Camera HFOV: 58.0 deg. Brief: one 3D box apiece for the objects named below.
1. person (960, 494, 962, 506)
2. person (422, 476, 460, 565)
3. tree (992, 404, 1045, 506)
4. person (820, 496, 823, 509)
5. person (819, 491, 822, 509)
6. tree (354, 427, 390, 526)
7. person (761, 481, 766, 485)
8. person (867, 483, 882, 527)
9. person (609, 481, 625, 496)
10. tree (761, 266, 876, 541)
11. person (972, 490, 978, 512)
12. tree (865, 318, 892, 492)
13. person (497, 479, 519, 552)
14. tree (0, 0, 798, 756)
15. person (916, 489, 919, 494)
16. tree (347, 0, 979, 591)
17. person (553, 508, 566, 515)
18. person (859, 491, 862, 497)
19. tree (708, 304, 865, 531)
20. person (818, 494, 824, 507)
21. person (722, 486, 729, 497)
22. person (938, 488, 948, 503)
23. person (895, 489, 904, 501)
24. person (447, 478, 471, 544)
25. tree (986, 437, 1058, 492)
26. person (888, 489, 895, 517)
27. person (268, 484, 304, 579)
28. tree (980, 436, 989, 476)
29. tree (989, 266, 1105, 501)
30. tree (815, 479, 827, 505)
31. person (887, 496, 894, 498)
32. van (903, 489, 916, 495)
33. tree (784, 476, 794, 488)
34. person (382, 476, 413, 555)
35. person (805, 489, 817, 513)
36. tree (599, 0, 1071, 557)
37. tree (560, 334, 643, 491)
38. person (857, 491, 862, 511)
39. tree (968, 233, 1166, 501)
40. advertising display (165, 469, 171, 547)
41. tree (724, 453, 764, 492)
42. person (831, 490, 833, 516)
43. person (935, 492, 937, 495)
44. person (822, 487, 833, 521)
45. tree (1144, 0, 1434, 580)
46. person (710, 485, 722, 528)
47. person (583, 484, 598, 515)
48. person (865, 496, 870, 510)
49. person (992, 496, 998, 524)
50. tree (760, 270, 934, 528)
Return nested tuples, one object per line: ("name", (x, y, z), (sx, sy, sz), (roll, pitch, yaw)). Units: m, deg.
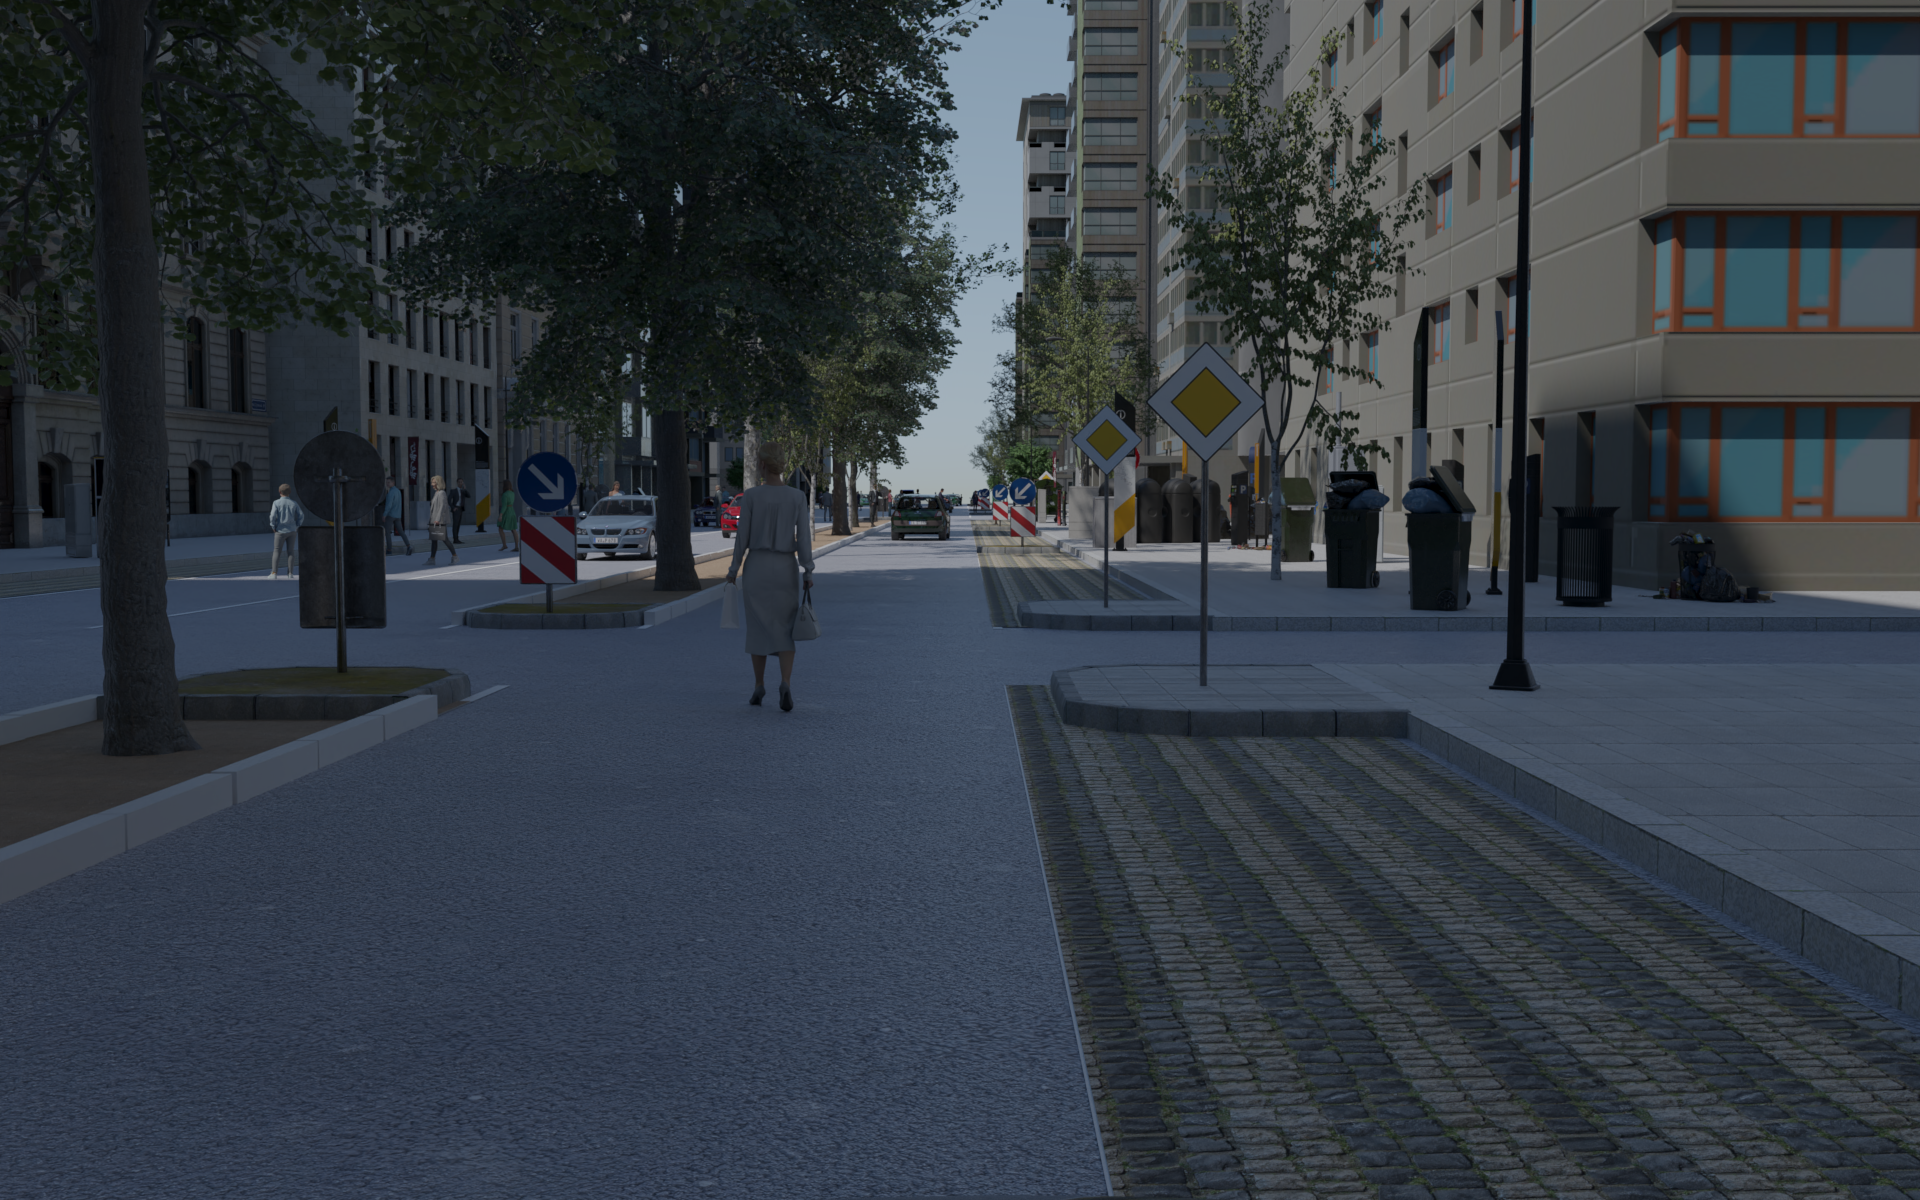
("person", (0.145, -12.443, 215.195), (0.557, 1.426, 1.065), (0, 4, 3))
("person", (-10.443, -1.601, 34.852), (0.728, 1.800, 0.709), (-2, 4, -26))
("tree", (4.288, -11.087, 131.632), (4.360, 8.622, 3.978), (0, 3, 0))
("person", (-13.211, -9.500, 167.019), (0.628, 1.438, 0.799), (0, 4, 4))
("person", (-13.451, -9.760, 168.527), (0.568, 1.767, 0.683), (0, 4, 2))
("tree", (-17.363, -3.400, 50.188), (1.663, 3.219, 1.824), (0, 3, 0))
("person", (-6.168, -2.837, 54.791), (0.656, 1.842, 0.836), (-1, 4, -10))
("person", (-3.690, -4.120, 75.223), (0.474, 1.900, 0.648), (2, 4, 28))
("person", (-10.193, -2.611, 51.292), (0.616, 1.811, 0.778), (-1, 4, -15))
("tree", (-4.470, -6.068, 52.032), (4.737, 8.622, 4.395), (0, 3, 0))
("person", (1.137, -7.312, 128.970), (0.541, 1.710, 0.530), (-1, 4, -21))
("tree", (-4.226, -6.960, 66.610), (4.360, 8.622, 3.978), (0, 3, 0))
("person", (-11.233, -2.098, 43.051), (0.529, 1.795, 0.600), (0, 4, 5))
("tree", (-4.420, -5.396, 8.803), (7.486, 12.596, 7.792), (0, 3, 0))
("person", (-2.333, -5.362, 96.988), (1.217, 1.723, 0.721), (1, 4, 15))
("tree", (-4.189, -7.098, 25.161), (9.857, 13.997, 8.962), (0, 3, 0))
("person", (-11.201, -2.453, 48.632), (0.654, 1.822, 0.581), (1, 4, 23))
("person", (-10.947, -11.207, 191.815), (1.350, 1.814, 0.705), (1, 4, 13))
("tree", (-4.757, -5.727, 46.458), (4.360, 8.622, 3.978), (0, 3, 0))
("person", (-12.259, -8.771, 155.168), (1.065, 1.426, 0.557), (-1, 4, -23))
("person", (-12.556, -5.162, 92.761), (0.748, 1.841, 0.638), (3, 5, 44))
("person", (-0.965, -5.515, 99.122), (0.568, 1.767, 0.683), (0, 4, 1))
("person", (-3.772, -6.351, 113.124), (1.217, 1.735, 0.721), (-3, 5, -40))
("person", (-14.399, -2.568, 49.841), (0.474, 1.900, 0.648), (1, 4, 20))
("tree", (3.974, -7.007, 98.284), (4.285, 4.588, 4.351), (0, 3, 0))
("person", (-4.299, -6.072, 108.489), (0.721, 1.743, 1.217), (-1, 4, -17))
("person", (-11.455, -1.169, 29.420), (0.589, 1.601, 0.330), (-2, 4, -30))
("tree", (4.210, -13.059, 163.871), (4.737, 8.622, 4.395), (0, 3, 0))
("tree", (3.893, -6.426, 55.434), (4.737, 8.622, 4.395), (0, 3, 0))
("tree", (-16.211, -12.873, 205.080), (1.663, 3.219, 1.824), (0, 3, 0))
("person", (-9.120, -13.039, 221.326), (1.348, 1.869, 0.705), (-1, 4, -12))
("van", (-6.755, -13.473, 224.665), (2.240, 2.365, 5.245), (0, 4, 1))
("tree", (-16.228, -10.030, 158.593), (1.663, 3.219, 1.824), (0, 3, 0))
("person", (-13.165, -1.956, 40.344), (0.748, 1.841, 0.638), (1, 4, 20))
("person", (-11.706, -7.703, 134.472), (1.348, 1.821, 0.705), (2, 4, 27))
("tree", (-3.445, -10.959, 37.533), (12.611, 20.169, 13.585), (0, 3, 0))
("tree", (-16.125, -7.670, 75.772), (4.737, 8.622, 4.395), (0, 3, 0))
("person", (-8.785, -8.583, 149.758), (0.530, 1.710, 0.541), (-1, 4, -17))
("tree", (4.272, -7.829, 62.420), (7.601, 10.594, 8.767), (0, 4, 6))
("advertising display", (-19.726, -2.256, 42.094), (0.974, 1.923, 0.123), (-2, 4, -32))
("tree", (-16.766, -9.260, 135.118), (4.285, 4.588, 4.351), (0, 3, 0))
("person", (-8.163, -6.195, 110.619), (1.217, 1.723, 0.721), (3, 5, 42))
("person", (-3.471, -14.888, 252.652), (0.721, 1.736, 1.217), (0, 4, 4))
("person", (-6.958, -5.025, 90.928), (0.678, 1.792, 0.850), (1, 4, 11))
("tree", (4.712, -4.590, 25.412), (4.737, 8.622, 4.395), (0, 3, 0))
("person", (-10.159, -3.888, 72.252), (0.590, 1.801, 0.661), (-1, 4, -16))
("person", (-14.259, -3.582, 67.166), (0.694, 1.812, 0.767), (1, 4, 9))
("person", (-7.551, -8.495, 148.076), (1.217, 1.739, 0.721), (1, 4, 17))
("person", (1.708, -4.431, 81.190), (0.600, 1.795, 0.529), (2, 4, 27))
("tree", (-4.605, -8.901, 73.749), (9.928, 11.665, 9.643), (0, 3, 0))
